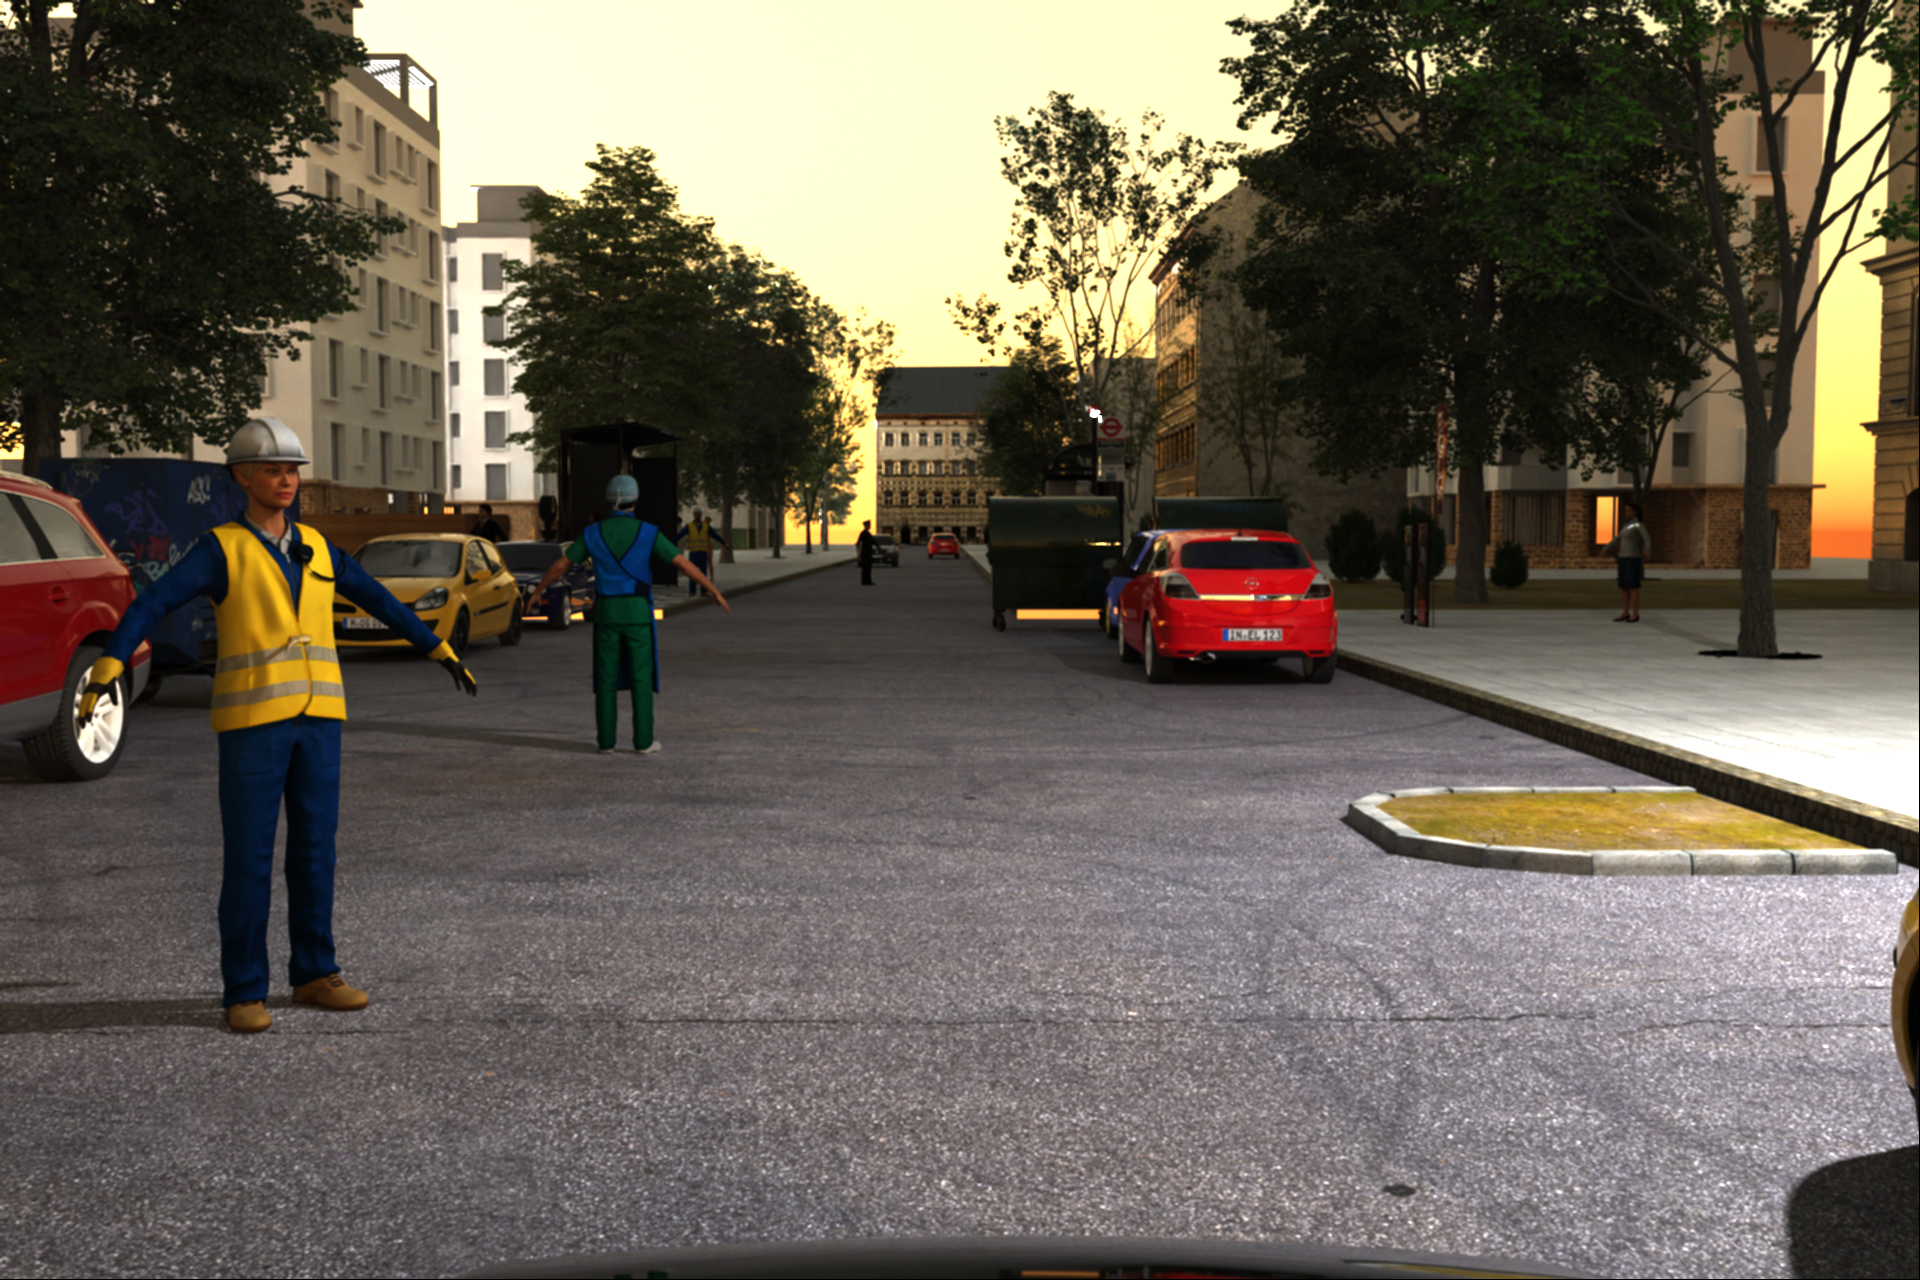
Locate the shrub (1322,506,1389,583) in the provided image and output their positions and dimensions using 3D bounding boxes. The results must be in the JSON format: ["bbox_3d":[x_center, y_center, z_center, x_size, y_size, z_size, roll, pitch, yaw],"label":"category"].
[{"bbox_3d":[10.398,-2.516,45.550,1.690,2.028,1.600,0,3,0],"label":"shrub"}]

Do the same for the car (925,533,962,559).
[{"bbox_3d":[-0.956,-5.633,101.136,2.155,1.783,4.494,0,4,-2],"label":"car"}]

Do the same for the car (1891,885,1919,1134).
[{"bbox_3d":[2.849,0.491,2.189,2.015,1.641,3.980,0,3,0],"label":"car"}]

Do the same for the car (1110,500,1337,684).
[{"bbox_3d":[2.683,-0.553,18.075,2.155,1.783,4.494,0,3,0],"label":"car"}]

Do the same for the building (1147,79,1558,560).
[{"bbox_3d":[20.735,-16.012,92.717,19.493,23.208,18.063,0,3,0],"label":"building"}]

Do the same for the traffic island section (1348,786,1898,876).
[{"bbox_3d":[2.929,0.894,8.252,1.991,0.108,1.994,0,4,-1],"label":"traffic island section"}]

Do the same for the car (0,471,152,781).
[{"bbox_3d":[-6.017,0.005,8.592,2.281,1.827,5.304,0,3,0],"label":"car"}]

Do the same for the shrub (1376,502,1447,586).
[{"bbox_3d":[11.184,-2.374,42.862,1.661,2.075,1.752,0,3,0],"label":"shrub"}]

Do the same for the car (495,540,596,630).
[{"bbox_3d":[-6.730,-0.885,27.044,1.945,1.354,3.894,0,4,-1],"label":"car"}]

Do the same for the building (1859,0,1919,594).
[{"bbox_3d":[25.825,-12.391,21.675,14.460,24.649,34.723,0,4,0],"label":"building"}]

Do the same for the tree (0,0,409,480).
[{"bbox_3d":[-12.219,-7.103,22.794,9.857,13.997,8.962,0,3,0],"label":"tree"}]

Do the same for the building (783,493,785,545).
[{"bbox_3d":[-30.190,-22.416,197.437,19.493,23.208,18.063,0,3,0],"label":"building"}]

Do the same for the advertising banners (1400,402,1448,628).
[{"bbox_3d":[6.425,-1.699,23.972,0.090,3.025,2.074,0,4,0],"label":"advertising banners"}]

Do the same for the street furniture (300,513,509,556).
[{"bbox_3d":[-14.231,-2.005,39.633,9.812,1.723,11.010,1,4,14],"label":"street furniture"}]

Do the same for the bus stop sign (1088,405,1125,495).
[{"bbox_3d":[2.981,-2.880,35.790,0.855,3.939,0.416,0,4,0],"label":"bus stop sign"}]

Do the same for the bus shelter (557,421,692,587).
[{"bbox_3d":[-7.452,-2.923,39.079,1.731,3.624,6.357,0,4,2],"label":"bus shelter"}]

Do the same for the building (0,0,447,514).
[{"bbox_3d":[-26.333,-12.382,58.869,16.016,20.090,11.380,0,4,0],"label":"building"}]

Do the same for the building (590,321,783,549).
[{"bbox_3d":[-26.193,-17.903,159.166,16.747,18.905,31.486,0,4,0],"label":"building"}]

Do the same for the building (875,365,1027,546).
[{"bbox_3d":[-0.753,-23.969,225.277,18.063,23.208,19.493,0,4,5],"label":"building"}]

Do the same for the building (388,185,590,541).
[{"bbox_3d":[-27.987,-14.608,95.255,16.016,20.090,11.380,0,4,0],"label":"building"}]

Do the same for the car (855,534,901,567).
[{"bbox_3d":[-3.581,-4.046,75.946,2.009,1.686,4.222,0,4,-1],"label":"car"}]

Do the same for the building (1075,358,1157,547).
[{"bbox_3d":[21.699,-19.307,182.121,16.747,18.905,31.486,0,4,-1],"label":"building"}]

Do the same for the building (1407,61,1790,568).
[{"bbox_3d":[25.129,-13.410,75.671,16.016,20.090,11.380,0,4,0],"label":"building"}]

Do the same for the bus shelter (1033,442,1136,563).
[{"bbox_3d":[2.843,-2.865,40.768,2.014,3.302,5.546,0,4,0],"label":"bus shelter"}]

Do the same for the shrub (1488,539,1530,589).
[{"bbox_3d":[12.857,-1.800,40.552,1.383,1.207,1.383,0,3,0],"label":"shrub"}]

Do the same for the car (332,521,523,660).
[{"bbox_3d":[-6.520,-0.653,20.908,2.015,1.641,3.980,0,4,-1],"label":"car"}]

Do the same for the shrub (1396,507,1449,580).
[{"bbox_3d":[12.595,-2.637,47.538,1.690,2.028,1.600,0,3,0],"label":"shrub"}]

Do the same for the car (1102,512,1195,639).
[{"bbox_3d":[2.861,-0.797,22.616,1.945,1.707,3.694,0,4,-1],"label":"car"}]

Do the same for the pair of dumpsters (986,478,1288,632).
[{"bbox_3d":[2.600,-1.282,25.918,4.436,2.255,1.574,0,4,0],"label":"pair of dumpsters"}]

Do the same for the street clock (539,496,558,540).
[{"bbox_3d":[-7.754,-1.719,32.674,0.358,2.002,0.471,0,4,1],"label":"street clock"}]

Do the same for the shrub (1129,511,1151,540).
[{"bbox_3d":[5.368,-2.606,46.653,1.661,2.075,1.752,0,3,0],"label":"shrub"}]
